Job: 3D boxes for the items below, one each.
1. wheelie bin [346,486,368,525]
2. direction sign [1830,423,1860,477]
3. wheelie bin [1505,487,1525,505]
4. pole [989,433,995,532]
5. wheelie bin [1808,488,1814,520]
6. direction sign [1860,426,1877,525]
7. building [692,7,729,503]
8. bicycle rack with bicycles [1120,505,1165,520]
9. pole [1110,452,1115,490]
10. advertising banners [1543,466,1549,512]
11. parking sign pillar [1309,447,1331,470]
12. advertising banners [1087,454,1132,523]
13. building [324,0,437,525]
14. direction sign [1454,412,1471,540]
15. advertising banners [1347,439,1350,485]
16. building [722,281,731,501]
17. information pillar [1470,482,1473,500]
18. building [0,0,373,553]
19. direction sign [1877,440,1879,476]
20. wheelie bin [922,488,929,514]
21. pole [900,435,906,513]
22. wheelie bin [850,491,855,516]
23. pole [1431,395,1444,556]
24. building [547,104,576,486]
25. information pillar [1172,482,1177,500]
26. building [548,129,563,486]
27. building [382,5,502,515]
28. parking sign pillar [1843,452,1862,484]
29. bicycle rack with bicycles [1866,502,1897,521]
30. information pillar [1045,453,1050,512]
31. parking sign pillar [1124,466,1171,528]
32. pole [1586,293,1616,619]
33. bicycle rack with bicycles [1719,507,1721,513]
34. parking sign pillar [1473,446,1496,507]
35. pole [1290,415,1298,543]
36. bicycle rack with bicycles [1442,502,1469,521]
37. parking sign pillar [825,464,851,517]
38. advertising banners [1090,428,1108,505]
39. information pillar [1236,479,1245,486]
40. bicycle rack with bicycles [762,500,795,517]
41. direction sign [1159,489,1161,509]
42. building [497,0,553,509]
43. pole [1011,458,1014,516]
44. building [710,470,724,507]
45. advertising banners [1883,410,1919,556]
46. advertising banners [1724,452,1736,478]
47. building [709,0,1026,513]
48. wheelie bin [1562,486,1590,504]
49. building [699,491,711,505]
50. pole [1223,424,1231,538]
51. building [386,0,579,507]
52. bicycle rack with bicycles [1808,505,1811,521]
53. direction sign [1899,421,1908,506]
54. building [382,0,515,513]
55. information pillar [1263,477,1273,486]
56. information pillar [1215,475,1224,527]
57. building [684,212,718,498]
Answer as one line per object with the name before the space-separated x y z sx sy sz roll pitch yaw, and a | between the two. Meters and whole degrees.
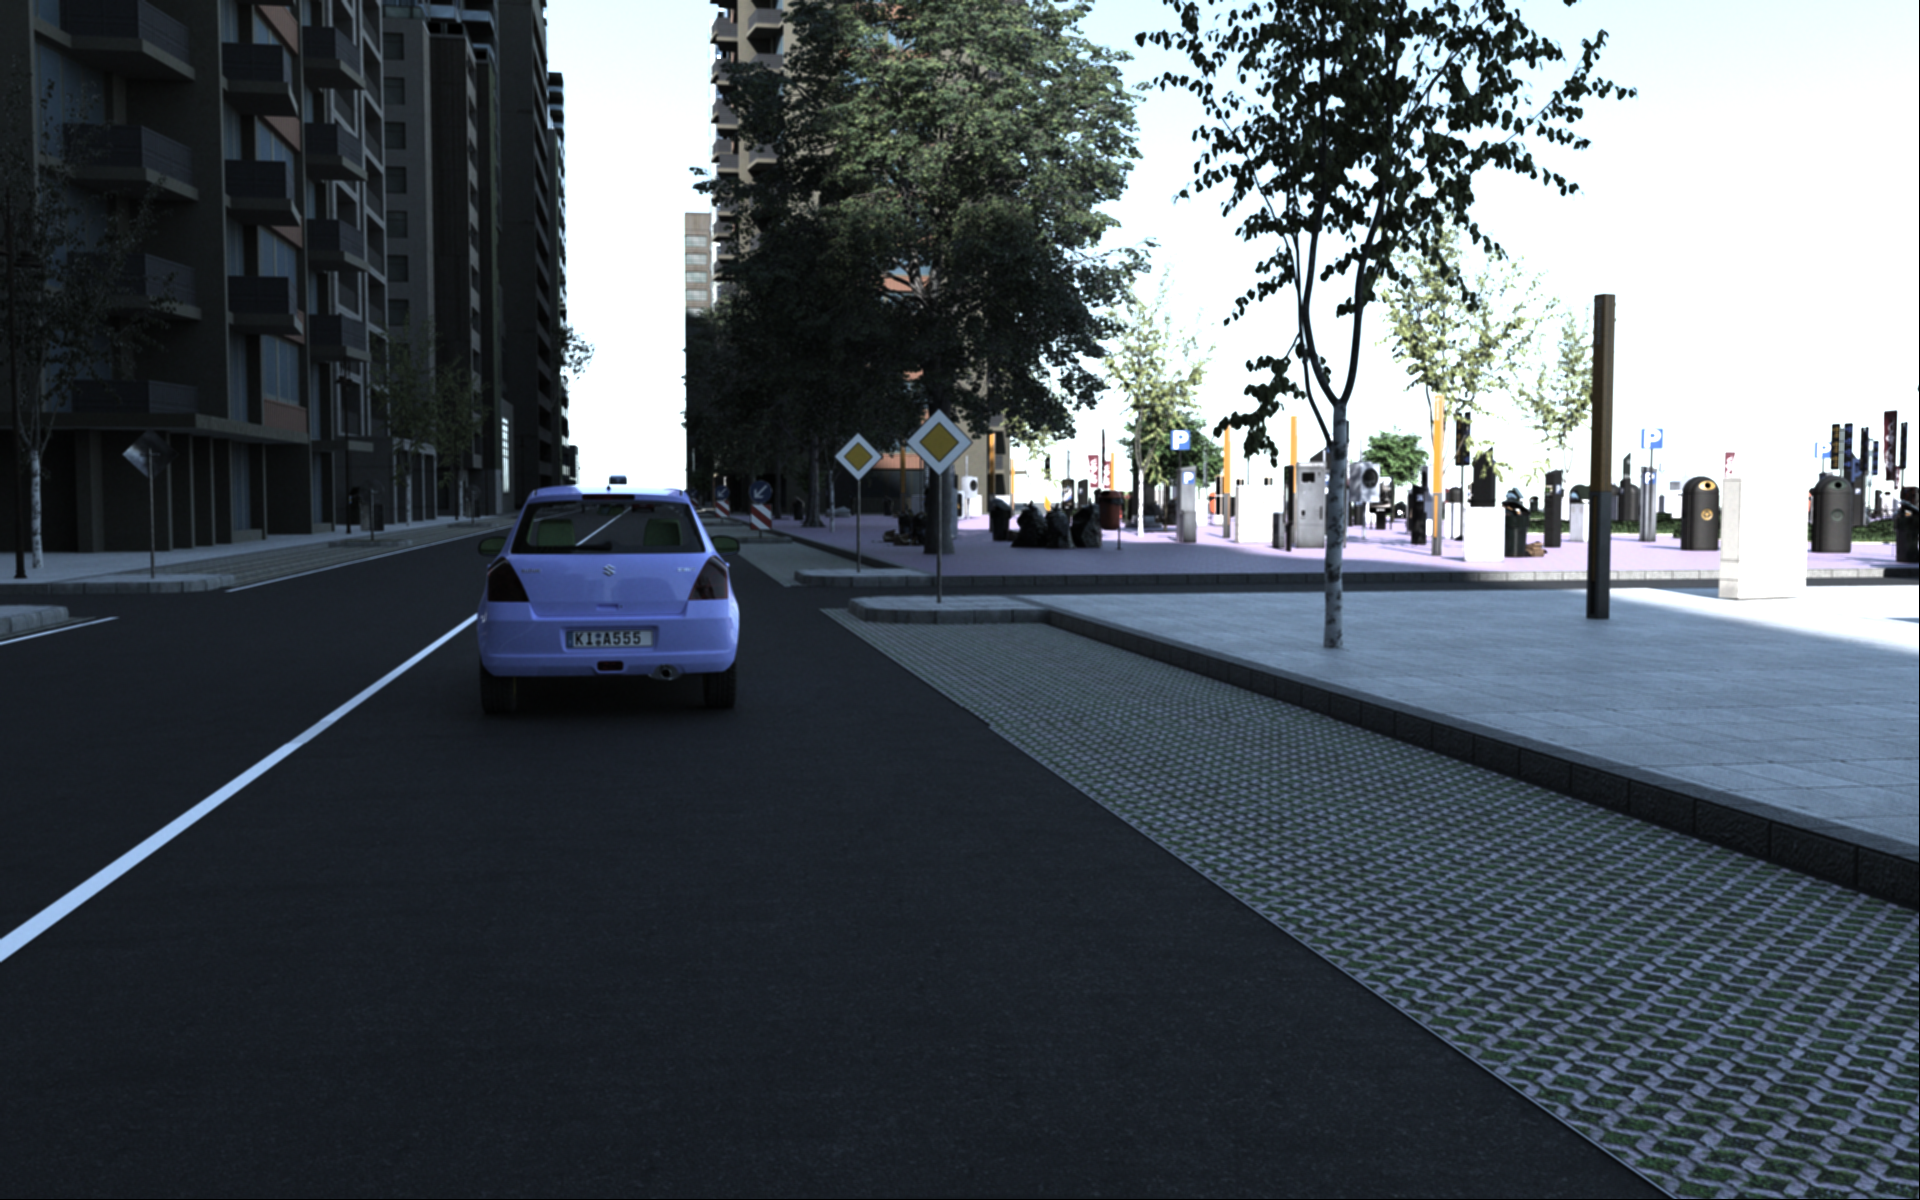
wheelie bin | -25.075 -3.931 72.173 0.693 1.594 0.980 1 4 16
direction sign | 28.176 -3.878 55.408 0.379 3.537 0.876 -1 4 -16
wheelie bin | 24.799 -4.255 77.469 0.693 1.594 0.980 3 4 36
pole | 1.086 -3.923 57.982 0.158 3.312 0.155 0 3 0
wheelie bin | 41.641 -4.683 84.474 0.980 1.594 0.693 -3 4 -38
direction sign | 30.458 -4.061 58.396 0.379 3.537 0.876 1 4 13
building | -24.340 -56.159 230.870 22.319 86.520 31.000 -1 4 -10
bicycle rack with bicycles | 9.384 -4.352 84.540 2.925 0.926 2.852 3 5 41
pole | 7.417 -5.535 84.335 0.158 3.312 0.155 0 3 0
advertising banners | 33.430 -6.274 98.770 0.090 3.025 2.074 1 4 14
parking sign pillar | 18.496 -6.108 88.336 1.447 3.967 1.447 2 4 30
advertising banners | 6.645 -4.912 76.494 2.074 3.025 0.090 0 4 1
building | -35.742 -39.211 79.358 20.563 71.187 20.611 -1 4 -10
direction sign | 13.909 -3.423 47.959 0.379 3.537 0.876 -1 4 -9
advertising banners | 12.018 -3.549 54.210 0.090 3.025 2.074 1 4 23
building | -13.685 -23.199 150.997 14.160 30.474 14.107 -1 4 -10
information pillar | 31.521 -6.240 106.520 0.304 2.012 0.304 1 4 13
building | -29.398 -24.066 48.100 22.147 44.769 28.867 -1 4 -10
direction sign | 38.637 -4.988 73.550 0.379 3.537 0.876 -1 4 -14
wheelie bin | -1.379 -4.771 85.918 0.980 1.594 0.693 -2 4 -24
pole | -1.968 -4.029 59.711 0.158 3.312 0.155 0 3 0
wheelie bin | -6.650 -5.854 103.613 0.693 1.594 0.980 0 4 -6
pole | 9.884 -2.567 35.820 0.158 3.312 0.155 0 3 0
building | -58.979 -35.999 208.192 23.786 49.044 30.456 -1 4 -10
information pillar | 11.813 -6.322 94.719 0.504 3.616 0.183 1 4 14
building | -50.760 -30.809 187.316 14.154 41.232 14.086 -1 4 -10
building | -36.086 -20.452 106.099 14.160 30.474 14.107 -1 4 -10
parking sign pillar | 48.464 -6.453 93.985 1.447 3.967 1.447 -2 4 -34
bicycle rack with bicycles | 40.053 -3.858 76.461 2.925 0.926 2.852 0 4 0
information pillar | 4.992 -6.560 98.612 0.183 3.616 0.504 -2 4 -30
parking sign pillar | 7.028 -4.757 66.242 1.447 3.967 1.447 -1 4 -16
pole | 6.574 -1.462 17.755 0.158 3.312 0.155 0 3 0
bicycle rack with bicycles | 38.395 -4.522 87.310 2.925 0.926 2.852 2 4 32
parking sign pillar | 29.766 -6.718 98.312 1.447 3.967 1.447 -2 4 -34
pole | 8.676 -3.132 45.044 0.158 3.312 0.155 0 3 0
bicycle rack with bicycles | 23.064 -4.154 81.303 2.925 0.926 2.852 -2 4 -32
parking sign pillar | -6.788 -6.603 96.439 1.447 3.967 1.447 -1 4 -17
advertising banners | 3.772 -3.102 46.912 0.090 3.025 2.074 0 4 -2
information pillar | 13.225 -4.729 81.810 0.304 2.012 0.304 -3 5 -42
bicycle rack with bicycles | -10.204 -5.227 98.851 2.852 0.926 2.925 0 4 -7
direction sign | 8.481 -4.981 73.443 0.876 3.537 0.379 0 4 -2
building | -47.917 -32.407 153.554 21.300 48.544 21.600 -1 4 -10
pole | 3.012 -6.437 99.087 0.158 3.312 0.155 0 3 0
building | -13.704 -44.604 167.519 20.563 71.187 20.611 -1 4 -10
advertising banners | 19.394 -2.397 35.379 0.090 3.025 2.074 0 4 -1
advertising banners | 31.073 -4.603 71.440 2.074 3.025 0.090 -1 4 -14
building | -7.299 -29.070 129.913 22.147 44.769 28.867 -1 4 -10
wheelie bin | 23.330 -3.491 64.983 0.980 1.594 0.693 -1 4 -16
building | -14.795 -31.447 206.042 32.217 40.220 23.993 -1 4 -10
pole | 7.725 -3.440 50.082 0.158 3.312 0.155 0 3 0
building | -63.928 -56.554 237.322 22.319 86.520 31.000 -1 4 -10
bicycle rack with bicycles | 42.042 -4.692 90.089 2.925 0.926 2.852 -1 4 -21
direction sign | 29.581 -3.814 54.357 0.379 3.537 0.876 1 4 17
building | -44.269 -49.768 126.379 22.319 86.520 31.000 -1 4 -10
information pillar | 13.188 -4.258 74.116 0.304 2.012 0.304 -3 5 -44
information pillar | 10.273 -3.902 68.295 0.304 2.012 0.304 -3 5 -43
building | -33.171 -34.859 253.535 14.154 41.232 14.086 -1 4 -10
